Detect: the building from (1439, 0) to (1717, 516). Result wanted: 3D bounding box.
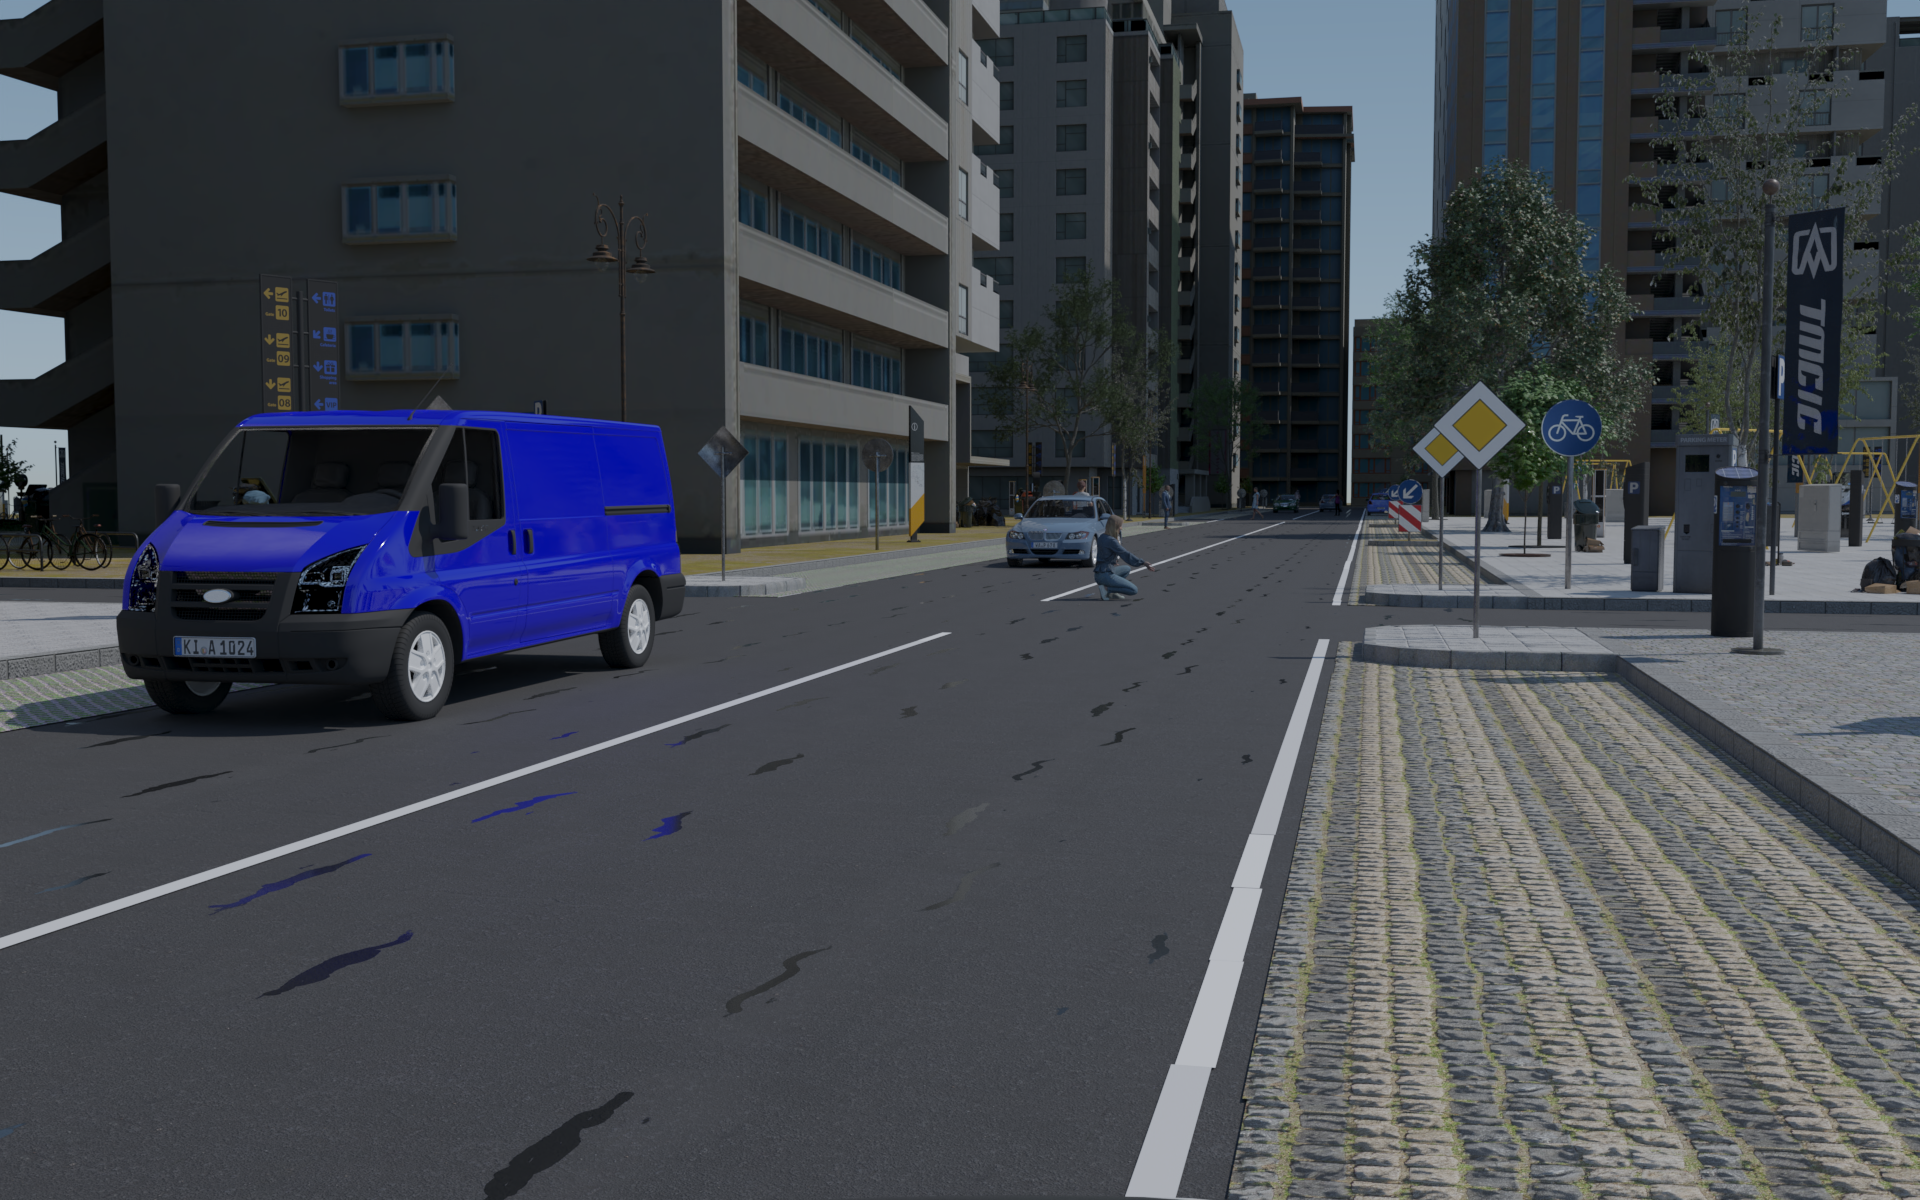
[{"bbox_3d":[37.178,-27.875,105.871,14.600,45.320,14.200,1,4,13],"label":"building"}]

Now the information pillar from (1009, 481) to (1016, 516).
[{"bbox_3d":[3.010,-5.806,99.417,0.304,2.012,0.304,1,4,18],"label":"information pillar"}]

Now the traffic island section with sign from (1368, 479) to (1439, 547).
[{"bbox_3d":[12.315,-2.402,47.900,1.989,1.847,2.006,1,4,13],"label":"traffic island section with sign"}]

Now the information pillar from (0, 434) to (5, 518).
[{"bbox_3d":[-37.729,-4.698,68.166,0.183,3.616,0.504,-3,5,-42],"label":"information pillar"}]

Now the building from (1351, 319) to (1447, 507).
[{"bbox_3d":[57.772,-21.047,189.159,28.899,21.520,27.650,1,4,13],"label":"building"}]

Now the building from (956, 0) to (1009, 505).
[{"bbox_3d":[-13.471,-30.102,81.408,28.713,52.752,27.495,1,4,13],"label":"building"}]

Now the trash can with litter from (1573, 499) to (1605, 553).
[{"bbox_3d":[13.964,-1.644,38.262,0.624,1.170,1.055,0,4,-3],"label":"trash can with litter"}]

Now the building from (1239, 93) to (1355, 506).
[{"bbox_3d":[28.910,-32.919,192.851,28.867,44.769,22.147,1,4,13],"label":"building"}]

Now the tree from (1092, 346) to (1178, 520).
[{"bbox_3d":[8.387,-8.265,85.499,4.360,8.622,3.978,0,3,0],"label":"tree"}]

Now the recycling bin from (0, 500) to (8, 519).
[{"bbox_3d":[-40.868,-3.728,73.506,0.722,1.027,0.722,-3,5,-41],"label":"recycling bin"}]

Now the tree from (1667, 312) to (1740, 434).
[{"bbox_3d":[30.896,-7.371,70.885,4.737,8.622,4.395,0,3,0],"label":"tree"}]

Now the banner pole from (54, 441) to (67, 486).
[{"bbox_3d":[-42.255,-5.586,81.342,0.401,3.779,0.863,1,4,15],"label":"banner pole"}]

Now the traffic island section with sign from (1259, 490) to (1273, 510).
[{"bbox_3d":[26.539,-8.712,151.067,1.989,1.847,2.006,1,4,13],"label":"traffic island section with sign"}]

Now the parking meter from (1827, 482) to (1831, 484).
[{"bbox_3d":[36.413,-4.104,72.818,0.399,1.863,0.255,1,4,19],"label":"parking meter"}]

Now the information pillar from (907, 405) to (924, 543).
[{"bbox_3d":[-1.166,-3.336,45.895,0.504,3.616,0.183,-3,5,-43],"label":"information pillar"}]

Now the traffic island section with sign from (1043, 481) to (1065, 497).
[{"bbox_3d":[2.693,-2.549,50.297,1.989,1.847,2.006,1,4,13],"label":"traffic island section with sign"}]

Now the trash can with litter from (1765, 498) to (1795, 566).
[{"bbox_3d":[14.061,-1.235,31.244,2.233,1.210,1.678,1,4,10],"label":"trash can with litter"}]

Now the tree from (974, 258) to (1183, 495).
[{"bbox_3d":[4.325,-8.228,68.935,8.767,10.594,7.601,-2,4,-35],"label":"tree"}]

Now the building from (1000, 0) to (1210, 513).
[{"bbox_3d":[1.815,-26.661,127.786,32.217,40.220,23.993,1,4,13],"label":"building"}]

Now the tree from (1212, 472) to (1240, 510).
[{"bbox_3d":[21.119,-8.807,138.596,1.663,3.219,1.824,0,3,0],"label":"tree"}]

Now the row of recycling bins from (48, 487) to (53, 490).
[{"bbox_3d":[-55.173,-6.022,105.579,3.534,1.692,1.069,2,4,25],"label":"row of recycling bins"}]

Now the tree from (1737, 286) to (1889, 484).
[{"bbox_3d":[29.472,-6.667,59.366,4.737,8.622,4.395,0,3,0],"label":"tree"}]

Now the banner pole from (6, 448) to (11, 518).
[{"bbox_3d":[-50.921,-6.275,92.613,0.401,3.779,0.863,-1,4,-22],"label":"banner pole"}]

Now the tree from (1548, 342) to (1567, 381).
[{"bbox_3d":[24.221,-7.112,66.649,4.360,8.622,3.978,0,3,0],"label":"tree"}]

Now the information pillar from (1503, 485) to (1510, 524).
[{"bbox_3d":[23.226,-5.038,73.719,0.183,3.616,0.504,-1,4,-11],"label":"information pillar"}]

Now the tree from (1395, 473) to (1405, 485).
[{"bbox_3d":[39.502,-9.723,153.577,1.663,3.219,1.824,0,3,0],"label":"tree"}]

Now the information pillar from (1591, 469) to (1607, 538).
[{"bbox_3d":[18.793,-2.836,50.863,0.304,2.012,0.304,2,4,27],"label":"information pillar"}]

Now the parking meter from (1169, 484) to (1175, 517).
[{"bbox_3d":[12.037,-5.695,98.817,0.399,1.863,0.255,3,4,39],"label":"parking meter"}]

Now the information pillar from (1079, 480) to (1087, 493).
[{"bbox_3d":[6.239,-5.118,88.164,0.304,2.012,0.304,-2,4,-28],"label":"information pillar"}]

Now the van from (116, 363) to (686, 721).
[{"bbox_3d":[-3.886,-0.517,12.843,2.240,2.365,5.245,1,4,12],"label":"van"}]

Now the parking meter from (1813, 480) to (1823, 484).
[{"bbox_3d":[34.435,-3.905,69.553,0.255,1.863,0.399,0,4,2],"label":"parking meter"}]

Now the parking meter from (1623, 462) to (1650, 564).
[{"bbox_3d":[12.386,-1.592,31.746,0.255,1.863,0.399,-3,5,-43],"label":"parking meter"}]

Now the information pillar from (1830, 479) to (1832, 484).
[{"bbox_3d":[41.256,-4.727,81.778,0.304,2.012,0.304,0,4,3],"label":"information pillar"}]

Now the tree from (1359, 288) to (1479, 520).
[{"bbox_3d":[23.544,-9.773,85.550,9.928,11.665,9.643,0,3,0],"label":"tree"}]

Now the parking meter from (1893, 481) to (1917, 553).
[{"bbox_3d":[18.190,-1.524,33.331,0.372,1.533,0.369,0,3,0],"label":"parking meter"}]

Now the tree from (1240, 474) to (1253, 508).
[{"bbox_3d":[27.351,-10.391,164.494,1.663,3.219,1.824,0,3,0],"label":"tree"}]

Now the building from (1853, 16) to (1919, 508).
[{"bbox_3d":[81.561,-28.640,151.852,14.086,41.232,14.154,1,4,13],"label":"building"}]

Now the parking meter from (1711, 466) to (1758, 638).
[{"bbox_3d":[6.985,-0.440,15.605,0.372,1.533,0.369,0,3,0],"label":"parking meter"}]

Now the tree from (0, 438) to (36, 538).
[{"bbox_3d":[-28.660,-3.474,51.403,1.663,3.219,1.824,0,3,0],"label":"tree"}]

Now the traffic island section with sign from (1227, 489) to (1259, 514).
[{"bbox_3d":[20.327,-7.107,124.834,1.989,1.847,2.006,1,4,13],"label":"traffic island section with sign"}]

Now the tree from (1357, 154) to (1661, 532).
[{"bbox_3d":[18.426,-8.672,58.790,9.611,12.733,9.660,0,3,0],"label":"tree"}]

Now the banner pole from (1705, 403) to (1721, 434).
[{"bbox_3d":[20.635,-3.523,47.612,0.863,3.779,0.401,-3,4,-37],"label":"banner pole"}]

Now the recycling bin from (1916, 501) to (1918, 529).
[{"bbox_3d":[34.476,-3.017,61.882,0.722,1.027,0.722,1,4,12],"label":"recycling bin"}]

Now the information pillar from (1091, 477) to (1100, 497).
[{"bbox_3d":[5.831,-4.296,74.737,0.304,2.012,0.304,-1,4,-10],"label":"information pillar"}]

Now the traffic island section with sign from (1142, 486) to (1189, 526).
[{"bbox_3d":[9.350,-4.271,78.461,1.989,1.847,2.006,1,4,13],"label":"traffic island section with sign"}]

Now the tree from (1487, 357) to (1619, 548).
[{"bbox_3d":[13.991,-3.537,41.541,4.285,4.588,4.351,0,3,0],"label":"tree"}]

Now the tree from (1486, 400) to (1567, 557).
[{"bbox_3d":[11.512,-2.509,35.627,1.663,3.219,1.824,0,3,0],"label":"tree"}]

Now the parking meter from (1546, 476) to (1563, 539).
[{"bbox_3d":[16.871,-2.657,49.157,0.399,1.863,0.255,0,4,4],"label":"parking meter"}]

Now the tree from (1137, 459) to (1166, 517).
[{"bbox_3d":[10.584,-6.189,95.796,1.663,3.219,1.824,0,3,0],"label":"tree"}]

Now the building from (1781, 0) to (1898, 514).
[{"bbox_3d":[48.597,-32.727,124.333,28.713,52.752,27.495,1,4,13],"label":"building"}]

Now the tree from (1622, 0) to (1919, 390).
[{"bbox_3d":[12.185,-4.644,26.299,4.360,8.622,3.978,0,3,0],"label":"tree"}]

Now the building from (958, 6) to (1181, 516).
[{"bbox_3d":[5.885,-20.543,107.586,14.160,30.474,14.107,1,4,13],"label":"building"}]

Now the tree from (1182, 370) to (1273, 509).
[{"bbox_3d":[22.517,-13.417,145.124,9.928,11.665,9.643,0,3,0],"label":"tree"}]

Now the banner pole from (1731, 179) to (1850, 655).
[{"bbox_3d":[6.560,-1.447,13.670,0.401,3.779,0.863,-2,4,-31],"label":"banner pole"}]

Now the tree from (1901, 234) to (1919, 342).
[{"bbox_3d":[31.803,-7.667,51.103,9.928,11.665,9.643,0,3,0],"label":"tree"}]

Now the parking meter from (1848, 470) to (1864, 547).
[{"bbox_3d":[21.882,-2.237,42.281,0.255,1.863,0.399,3,4,37],"label":"parking meter"}]

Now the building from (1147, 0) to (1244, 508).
[{"bbox_3d":[15.391,-33.084,164.631,21.600,48.544,21.300,1,4,13],"label":"building"}]

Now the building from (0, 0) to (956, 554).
[{"bbox_3d":[-12.918,-25.952,48.025,21.300,48.544,21.600,1,4,13],"label":"building"}]
